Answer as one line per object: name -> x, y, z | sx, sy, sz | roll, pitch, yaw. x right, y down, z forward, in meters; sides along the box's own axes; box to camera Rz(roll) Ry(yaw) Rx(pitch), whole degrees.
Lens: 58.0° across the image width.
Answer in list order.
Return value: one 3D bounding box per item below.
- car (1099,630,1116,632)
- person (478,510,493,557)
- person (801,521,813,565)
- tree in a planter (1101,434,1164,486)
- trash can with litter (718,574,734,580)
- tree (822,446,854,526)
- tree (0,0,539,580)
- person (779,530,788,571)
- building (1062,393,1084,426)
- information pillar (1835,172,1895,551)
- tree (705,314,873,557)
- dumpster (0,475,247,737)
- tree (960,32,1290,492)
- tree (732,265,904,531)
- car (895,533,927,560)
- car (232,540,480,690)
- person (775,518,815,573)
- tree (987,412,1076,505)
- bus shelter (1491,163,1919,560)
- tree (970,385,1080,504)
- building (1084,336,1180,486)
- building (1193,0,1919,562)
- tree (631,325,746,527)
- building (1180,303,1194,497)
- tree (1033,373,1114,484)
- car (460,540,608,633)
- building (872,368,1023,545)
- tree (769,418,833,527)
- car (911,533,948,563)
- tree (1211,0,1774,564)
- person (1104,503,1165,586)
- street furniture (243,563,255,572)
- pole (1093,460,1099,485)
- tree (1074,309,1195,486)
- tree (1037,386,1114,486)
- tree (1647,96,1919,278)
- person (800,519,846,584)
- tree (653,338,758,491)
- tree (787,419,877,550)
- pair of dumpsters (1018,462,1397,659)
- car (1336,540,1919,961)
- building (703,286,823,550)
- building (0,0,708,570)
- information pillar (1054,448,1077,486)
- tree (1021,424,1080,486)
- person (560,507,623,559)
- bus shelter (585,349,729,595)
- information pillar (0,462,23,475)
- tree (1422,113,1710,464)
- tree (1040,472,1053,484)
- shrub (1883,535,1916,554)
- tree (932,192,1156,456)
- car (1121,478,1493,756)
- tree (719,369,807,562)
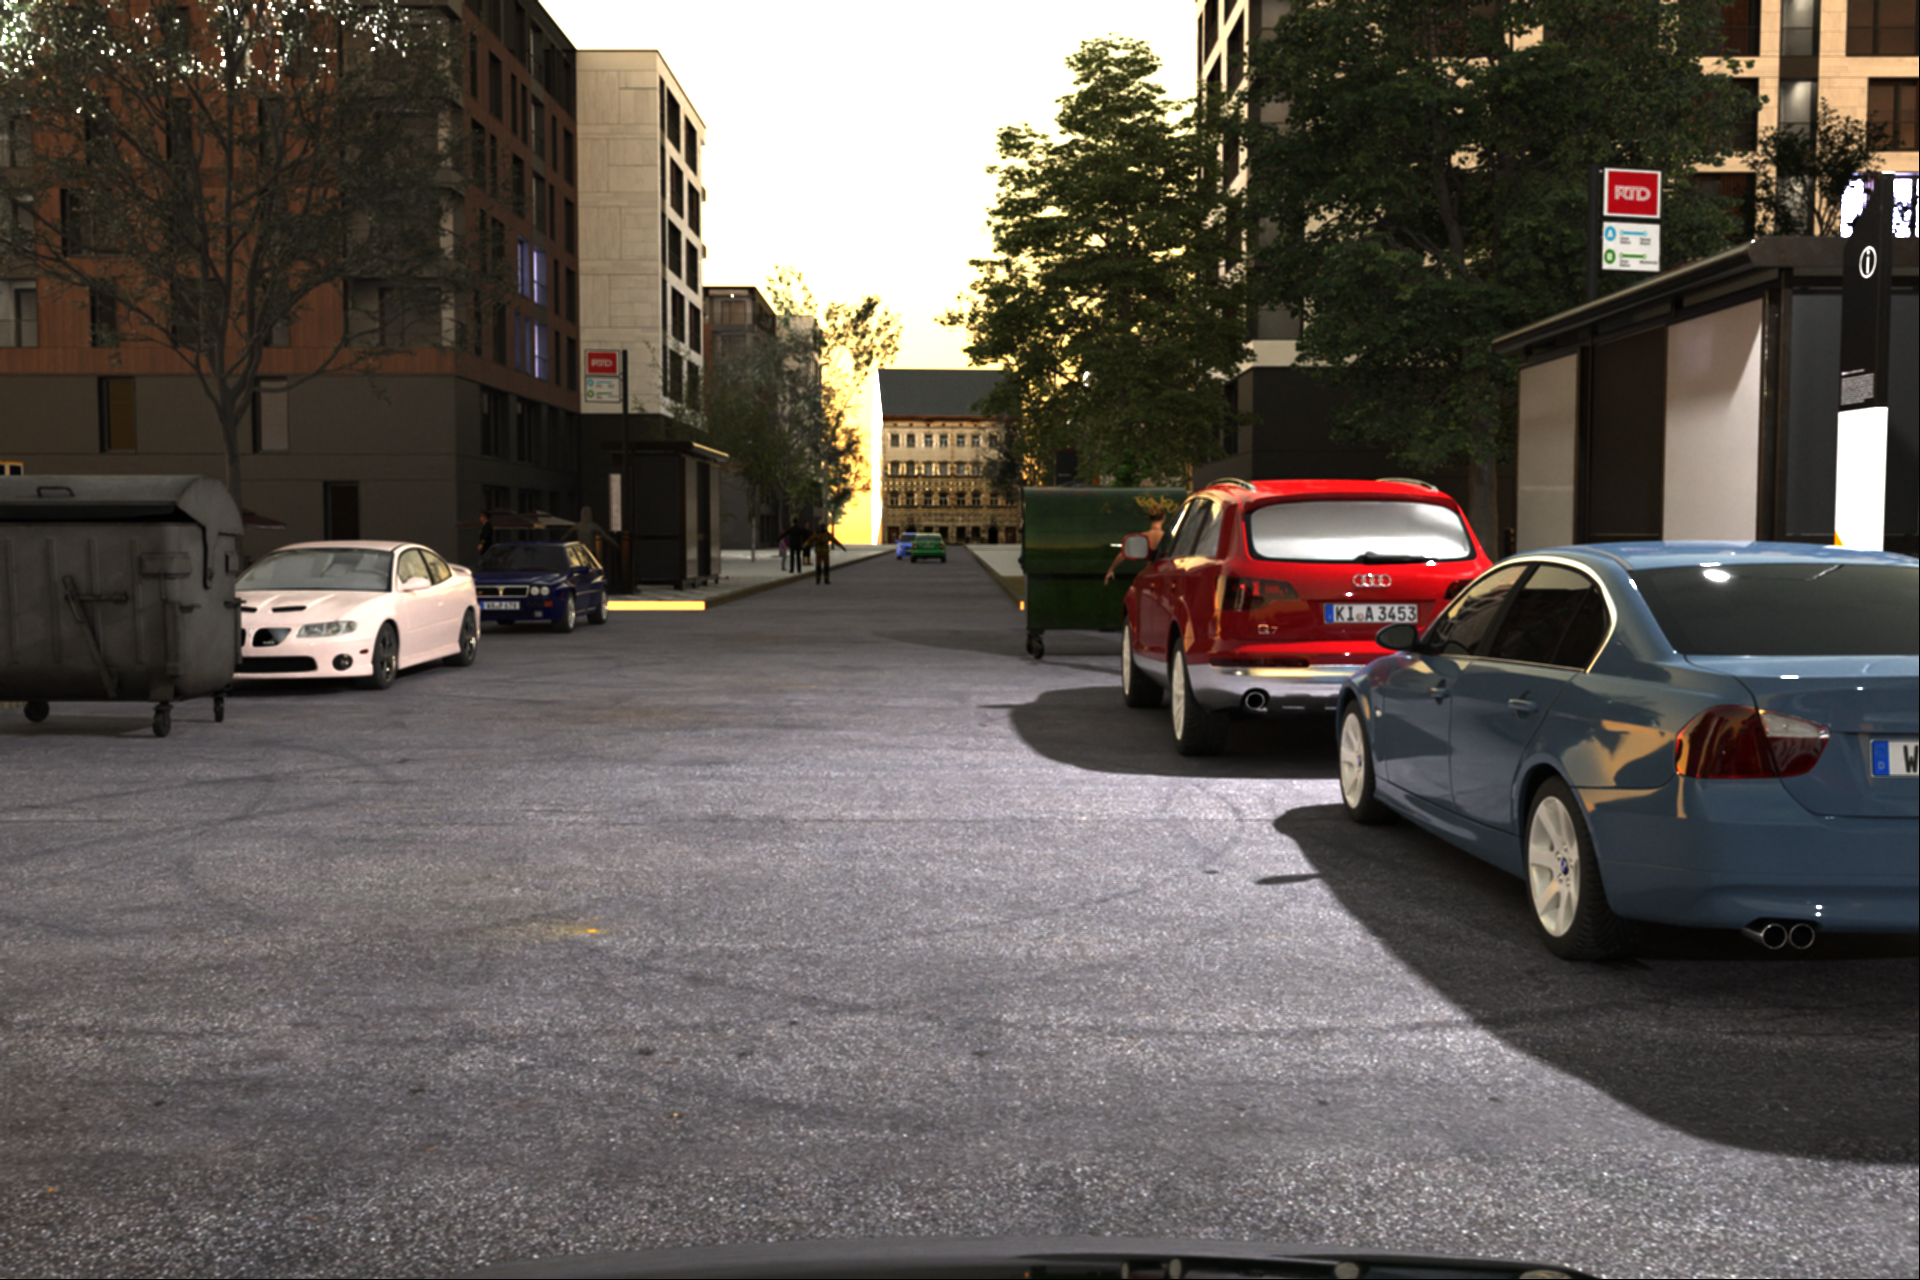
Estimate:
car -> 2.884, -0.865, 26.730 | 1.945, 1.354, 3.894 | 0, 4, 0
person -> -11.013, -2.093, 40.161 | 0.705, 1.837, 1.347 | -1, 4, -12
person -> -6.292, -3.987, 71.322 | 0.704, 1.812, 1.346 | 3, 5, 43
tree in a planter -> 3.013, -2.064, 30.973 | 1.991, 3.239, 1.994 | 0, 4, -1
trash can with litter -> -7.092, -2.357, 49.602 | 1.678, 1.210, 2.233 | 0, 4, -1
tree -> -18.392, -19.523, 225.862 | 9.857, 13.997, 8.962 | 0, 3, 0
tree -> -12.338, -7.264, 29.143 | 12.009, 13.543, 11.850 | 0, 3, 0
person -> -6.091, -3.134, 60.508 | 0.599, 1.433, 0.991 | 0, 4, -2
building -> 21.553, -22.853, 204.570 | 19.493, 23.208, 18.063 | 0, 4, 0
information pillar -> 6.008, -1.234, 11.532 | 0.183, 3.616, 0.504 | 0, 3, 0
tree -> -10.009, -11.382, 96.458 | 12.009, 13.543, 11.850 | 0, 3, 0
dumpster -> -6.345, -0.271, 12.646 | 1.865, 1.857, 1.264 | 0, 4, 0
tree -> 3.790, -7.480, 40.421 | 7.486, 12.596, 7.792 | 0, 3, 0
tree -> -11.172, -16.416, 124.289 | 12.611, 20.169, 13.585 | 0, 3, 0
car -> -2.705, -5.411, 98.059 | 1.945, 1.707, 3.694 | 0, 4, -1
car -> -6.209, -0.309, 17.421 | 2.083, 1.381, 4.827 | 0, 4, -1
person -> -5.452, -3.124, 57.301 | 1.346, 1.802, 0.704 | -1, 4, -14
tree -> 5.516, -11.457, 121.734 | 7.601, 10.594, 8.767 | -1, 4, -18
bus shelter -> 6.628, -2.380, 16.541 | 2.179, 5.291, 8.768 | 0, 4, 0
tree -> 5.704, -13.781, 135.683 | 12.009, 13.543, 11.850 | 0, 3, 0
building -> 21.129, -18.168, 163.504 | 16.747, 18.905, 31.486 | 0, 4, 0
building -> 22.958, -13.761, 68.973 | 27.936, 21.610, 32.646 | 0, 4, 0
tree -> -9.407, -6.770, 61.057 | 4.360, 8.622, 3.978 | 0, 3, 0
building -> 24.618, -17.136, 111.100 | 19.493, 23.208, 18.063 | 0, 3, 0
tree -> 5.518, -7.856, 78.806 | 4.360, 8.622, 3.978 | 0, 3, 0
car -> -6.493, -0.838, 26.274 | 1.945, 1.354, 3.894 | 0, 4, -1
building -> -1.968, -24.196, 228.986 | 18.063, 23.208, 19.493 | 0, 4, -6
tree -> -10.100, -9.601, 107.338 | 4.737, 8.622, 4.395 | 0, 3, 0
car -> -1.600, -4.851, 88.117 | 1.959, 1.807, 4.718 | 0, 4, -1
tree -> 9.137, -7.521, 29.622 | 9.857, 13.997, 8.962 | 0, 3, 0
person -> 1.987, -0.485, 17.196 | 1.217, 1.733, 0.721 | 2, 4, 28
street furniture -> -20.150, -2.139, 50.592 | 10.072, 0.657, 5.734 | -1, 4, -15
pole -> 3.683, -3.241, 46.839 | 0.158, 3.312, 0.155 | 0, 3, 0
tree -> 5.435, -6.425, 55.410 | 4.737, 8.622, 4.395 | 0, 3, 0
tree -> 6.111, -8.173, 83.996 | 4.360, 8.622, 3.978 | 0, 3, 0
tree -> 18.781, -6.234, 36.344 | 8.767, 10.594, 7.601 | 0, 4, 4
person -> -3.946, -2.540, 49.747 | 1.354, 1.858, 0.705 | -1, 4, -14
tree -> -9.507, -7.017, 65.093 | 4.360, 8.622, 3.978 | 0, 3, 0
tree -> -10.377, -12.516, 139.044 | 8.767, 10.594, 7.601 | 1, 4, 12
pair of dumpsters -> 2.895, -0.942, 20.348 | 4.436, 2.255, 1.574 | 0, 3, 0
car -> 2.837, 0.299, 7.121 | 2.014, 1.417, 4.499 | 0, 4, -1
building -> -27.584, -19.273, 159.094 | 27.936, 21.610, 32.646 | 0, 4, -1
building -> -26.664, -13.904, 71.301 | 27.936, 21.610, 32.646 | 0, 3, 0
information pillar -> 3.178, -3.843, 52.213 | 0.750, 3.857, 0.750 | 0, 4, -2
tree -> 5.697, -9.965, 113.295 | 4.360, 8.622, 3.978 | 0, 3, 0
person -> -7.227, -1.680, 33.595 | 1.348, 1.813, 0.705 | 0, 4, 3
bus shelter -> -7.063, -3.842, 40.441 | 2.179, 5.291, 8.768 | 0, 3, 0
information pillar -> -9.782, -0.809, 17.720 | 0.304, 2.012, 0.304 | 0, 4, -1
tree -> 16.002, -7.790, 45.492 | 7.486, 12.596, 7.792 | 0, 3, 0
tree -> 14.722, -19.628, 227.576 | 9.857, 13.997, 8.962 | 0, 3, 0
shrub -> 27.819, -2.901, 51.844 | 1.690, 2.028, 1.600 | 0, 3, 0
tree -> 4.174, -14.811, 98.051 | 12.611, 20.169, 13.585 | 0, 3, 0
car -> 2.394, -0.248, 12.736 | 2.281, 1.827, 5.304 | 0, 4, -1
tree -> -9.184, -7.843, 78.602 | 4.737, 8.622, 4.395 | 0, 3, 0
